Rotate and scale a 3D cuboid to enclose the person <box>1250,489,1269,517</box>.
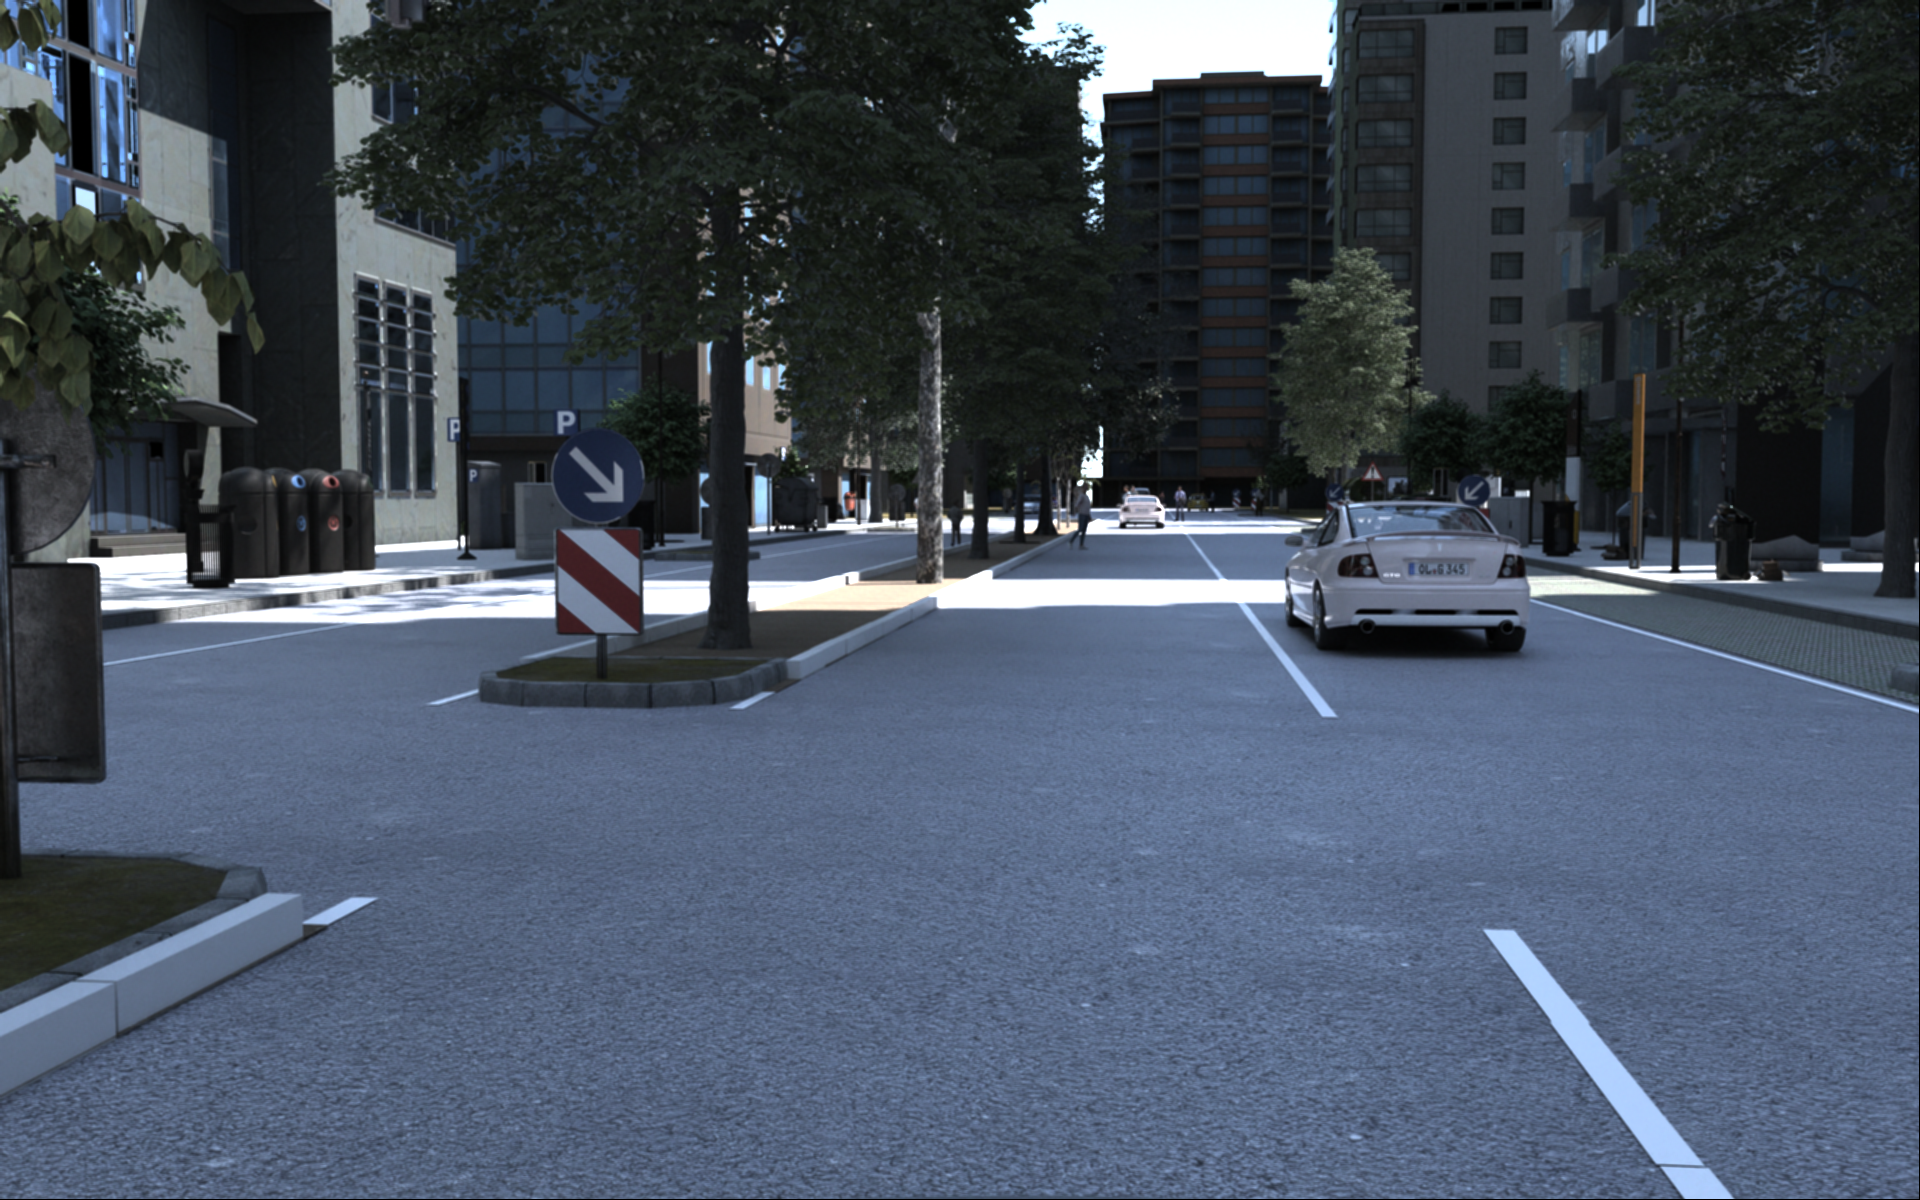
[{"bbox_3d":[19.098,-6.197,110.557,1.217,1.736,0.721,1,4,9],"label":"person"}]

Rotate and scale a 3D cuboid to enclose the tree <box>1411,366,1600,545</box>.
[{"bbox_3d":[14.750,-3.713,44.416,4.285,4.588,4.351,0,3,0],"label":"tree"}]

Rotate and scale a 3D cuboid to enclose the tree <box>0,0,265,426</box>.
[{"bbox_3d":[-3.044,-3.104,3.574,4.737,8.622,4.395,0,3,0],"label":"tree"}]

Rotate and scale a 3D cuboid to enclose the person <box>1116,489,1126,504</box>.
[{"bbox_3d":[12.735,-7.728,134.849,1.348,1.824,0.705,3,5,43],"label":"person"}]

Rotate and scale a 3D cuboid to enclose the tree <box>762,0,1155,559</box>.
[{"bbox_3d":[0.375,-7.194,38.203,7.486,12.596,7.792,0,3,0],"label":"tree"}]

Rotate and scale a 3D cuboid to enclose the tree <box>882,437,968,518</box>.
[{"bbox_3d":[-2.707,-6.807,95.013,4.285,4.588,4.351,0,3,0],"label":"tree"}]

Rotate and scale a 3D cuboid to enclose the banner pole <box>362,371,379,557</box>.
[{"bbox_3d":[-11.988,-2.759,35.124,0.401,3.779,0.863,-2,4,-27],"label":"banner pole"}]

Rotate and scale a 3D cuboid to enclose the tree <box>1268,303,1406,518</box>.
[{"bbox_3d":[20.133,-10.214,92.762,9.928,11.665,9.643,0,3,0],"label":"tree"}]

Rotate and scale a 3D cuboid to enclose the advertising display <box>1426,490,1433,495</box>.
[{"bbox_3d":[22.598,-4.768,83.164,0.123,1.923,0.974,0,4,-6],"label":"advertising display"}]

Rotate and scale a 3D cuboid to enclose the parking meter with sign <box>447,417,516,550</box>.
[{"bbox_3d":[-11.010,-2.686,40.176,0.543,3.016,1.738,2,4,31],"label":"parking meter with sign"}]

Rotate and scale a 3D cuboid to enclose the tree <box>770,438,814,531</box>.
[{"bbox_3d":[-5.828,-4.023,60.379,1.663,3.219,1.824,0,3,0],"label":"tree"}]

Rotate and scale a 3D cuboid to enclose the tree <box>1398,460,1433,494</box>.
[{"bbox_3d":[18.096,-4.518,68.476,1.663,3.219,1.824,0,3,0],"label":"tree"}]

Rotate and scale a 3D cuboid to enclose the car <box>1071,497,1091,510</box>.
[{"bbox_3d":[10.623,-8.688,154.416,2.083,1.381,4.827,0,4,6],"label":"car"}]

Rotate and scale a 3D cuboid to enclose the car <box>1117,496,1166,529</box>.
[{"bbox_3d":[7.662,-3.719,73.161,2.083,1.381,4.827,0,4,5],"label":"car"}]

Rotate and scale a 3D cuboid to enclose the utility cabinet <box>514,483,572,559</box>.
[{"bbox_3d":[-8.179,-1.553,34.067,0.318,1.500,1.173,3,4,37],"label":"utility cabinet"}]

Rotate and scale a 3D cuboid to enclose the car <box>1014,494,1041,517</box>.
[{"bbox_3d":[4.335,-5.740,105.846,2.014,1.417,4.499,0,4,8],"label":"car"}]

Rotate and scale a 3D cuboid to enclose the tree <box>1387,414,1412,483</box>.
[{"bbox_3d":[14.612,-4.215,52.633,4.285,4.588,4.351,0,3,0],"label":"tree"}]

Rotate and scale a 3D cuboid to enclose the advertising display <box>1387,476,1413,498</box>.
[{"bbox_3d":[15.786,-3.485,62.196,0.974,1.923,0.123,3,5,43],"label":"advertising display"}]

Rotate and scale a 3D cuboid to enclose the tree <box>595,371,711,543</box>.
[{"bbox_3d":[-8.026,-3.826,46.271,4.285,4.588,4.351,0,3,0],"label":"tree"}]

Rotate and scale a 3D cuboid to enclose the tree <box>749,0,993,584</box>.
[{"bbox_3d":[-1.593,-10.376,27.998,12.611,20.169,13.585,0,3,0],"label":"tree"}]

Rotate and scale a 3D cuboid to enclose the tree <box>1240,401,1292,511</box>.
[{"bbox_3d":[23.585,-11.130,132.329,4.360,8.622,3.978,0,3,0],"label":"tree"}]

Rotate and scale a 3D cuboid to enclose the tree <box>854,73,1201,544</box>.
[{"bbox_3d":[1.742,-8.365,49.588,12.009,13.543,11.850,0,3,0],"label":"tree"}]

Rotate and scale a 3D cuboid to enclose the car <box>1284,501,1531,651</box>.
[{"bbox_3d":[4.330,-0.297,17.226,2.083,1.381,4.827,0,4,5],"label":"car"}]

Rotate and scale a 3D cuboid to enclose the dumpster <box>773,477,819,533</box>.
[{"bbox_3d":[-5.522,-3.206,58.183,1.264,1.857,1.865,0,4,6],"label":"dumpster"}]

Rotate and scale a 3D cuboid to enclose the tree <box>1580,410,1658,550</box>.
[{"bbox_3d":[15.233,-2.789,40.208,1.663,3.219,1.824,0,3,0],"label":"tree"}]

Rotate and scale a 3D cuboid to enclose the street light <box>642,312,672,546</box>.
[{"bbox_3d":[-7.315,-4.253,42.326,0.468,5.910,1.993,0,4,6],"label":"street light"}]

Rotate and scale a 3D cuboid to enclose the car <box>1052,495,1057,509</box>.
[{"bbox_3d":[8.289,-9.095,161.278,1.945,1.354,3.894,0,4,6],"label":"car"}]

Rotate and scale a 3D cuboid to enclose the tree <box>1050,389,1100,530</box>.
[{"bbox_3d":[3.931,-7.057,68.199,4.737,8.622,4.395,0,3,0],"label":"tree"}]

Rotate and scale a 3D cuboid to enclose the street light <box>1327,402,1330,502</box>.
[{"bbox_3d":[18.202,-6.900,85.605,0.468,5.910,1.993,0,4,6],"label":"street light"}]

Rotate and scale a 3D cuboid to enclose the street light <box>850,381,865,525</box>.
[{"bbox_3d":[-4.152,-6.008,71.025,0.468,5.910,1.993,0,4,6],"label":"street light"}]

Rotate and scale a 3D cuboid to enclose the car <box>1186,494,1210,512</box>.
[{"bbox_3d":[19.674,-8.132,143.186,2.015,1.641,3.980,0,4,7],"label":"car"}]

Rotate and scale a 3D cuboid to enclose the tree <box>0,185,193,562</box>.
[{"bbox_3d":[-10.228,-2.132,18.579,4.285,4.588,4.351,0,3,0],"label":"tree"}]

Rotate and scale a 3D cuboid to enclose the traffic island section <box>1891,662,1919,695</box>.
[{"bbox_3d":[7.735,0.644,11.756,2.009,0.180,2.903,0,4,6],"label":"traffic island section"}]

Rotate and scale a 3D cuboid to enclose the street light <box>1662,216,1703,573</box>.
[{"bbox_3d":[11.644,-3.378,28.017,0.468,5.910,1.993,0,4,6],"label":"street light"}]

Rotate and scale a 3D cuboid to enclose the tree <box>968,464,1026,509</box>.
[{"bbox_3d":[2.233,-9.330,136.259,4.285,4.588,4.351,0,3,0],"label":"tree"}]

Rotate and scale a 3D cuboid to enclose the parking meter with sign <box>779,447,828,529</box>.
[{"bbox_3d":[-5.779,-4.156,64.210,1.738,3.016,0.543,1,4,11],"label":"parking meter with sign"}]

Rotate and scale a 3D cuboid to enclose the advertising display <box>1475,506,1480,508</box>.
[{"bbox_3d":[18.619,-3.501,62.452,0.123,1.923,0.974,1,4,8],"label":"advertising display"}]

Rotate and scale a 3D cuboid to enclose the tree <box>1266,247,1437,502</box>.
[{"bbox_3d":[17.893,-9.871,79.511,7.486,12.596,7.792,0,3,0],"label":"tree"}]

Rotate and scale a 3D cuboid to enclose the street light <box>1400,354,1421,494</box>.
[{"bbox_3d":[14.848,-5.164,57.218,0.468,5.910,1.993,0,4,6],"label":"street light"}]

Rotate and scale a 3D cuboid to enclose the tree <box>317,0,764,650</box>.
[{"bbox_3d":[-2.201,-5.840,16.073,7.486,12.596,7.792,0,3,0],"label":"tree"}]

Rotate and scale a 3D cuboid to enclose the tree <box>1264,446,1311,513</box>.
[{"bbox_3d":[22.245,-8.175,117.374,4.285,4.588,4.351,0,3,0],"label":"tree"}]

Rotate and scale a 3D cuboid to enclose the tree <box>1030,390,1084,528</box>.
[{"bbox_3d":[4.550,-7.338,72.798,4.360,8.622,3.978,0,3,0],"label":"tree"}]

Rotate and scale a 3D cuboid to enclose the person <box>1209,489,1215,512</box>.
[{"bbox_3d":[19.727,-7.765,135.440,0.705,1.826,1.348,1,4,17],"label":"person"}]

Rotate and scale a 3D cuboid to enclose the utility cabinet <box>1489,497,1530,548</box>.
[{"bbox_3d":[13.208,-1.868,41.706,0.306,1.237,1.020,-2,4,-29],"label":"utility cabinet"}]

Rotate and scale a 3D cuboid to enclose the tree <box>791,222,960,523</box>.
[{"bbox_3d":[-3.699,-10.465,77.756,9.857,13.997,8.962,0,3,0],"label":"tree"}]

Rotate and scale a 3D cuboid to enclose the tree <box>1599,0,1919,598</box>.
[{"bbox_3d":[12.050,-6.292,21.006,7.486,12.596,7.792,0,3,0],"label":"tree"}]

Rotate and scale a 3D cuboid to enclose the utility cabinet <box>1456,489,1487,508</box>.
[{"bbox_3d":[20.661,-3.746,69.932,1.173,1.500,0.318,3,4,37],"label":"utility cabinet"}]

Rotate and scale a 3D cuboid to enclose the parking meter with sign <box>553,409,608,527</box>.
[{"bbox_3d":[-7.931,-2.460,36.490,0.543,3.016,1.738,1,4,11],"label":"parking meter with sign"}]

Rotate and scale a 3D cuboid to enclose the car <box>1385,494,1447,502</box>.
[{"bbox_3d":[10.961,-1.970,41.999,2.009,1.686,4.222,0,4,7],"label":"car"}]

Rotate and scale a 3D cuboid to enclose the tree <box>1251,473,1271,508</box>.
[{"bbox_3d":[27.552,-10.102,159.775,1.663,3.219,1.824,0,3,0],"label":"tree"}]

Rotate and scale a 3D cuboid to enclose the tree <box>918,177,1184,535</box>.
[{"bbox_3d":[3.018,-8.622,60.429,9.611,12.733,9.660,0,3,0],"label":"tree"}]
